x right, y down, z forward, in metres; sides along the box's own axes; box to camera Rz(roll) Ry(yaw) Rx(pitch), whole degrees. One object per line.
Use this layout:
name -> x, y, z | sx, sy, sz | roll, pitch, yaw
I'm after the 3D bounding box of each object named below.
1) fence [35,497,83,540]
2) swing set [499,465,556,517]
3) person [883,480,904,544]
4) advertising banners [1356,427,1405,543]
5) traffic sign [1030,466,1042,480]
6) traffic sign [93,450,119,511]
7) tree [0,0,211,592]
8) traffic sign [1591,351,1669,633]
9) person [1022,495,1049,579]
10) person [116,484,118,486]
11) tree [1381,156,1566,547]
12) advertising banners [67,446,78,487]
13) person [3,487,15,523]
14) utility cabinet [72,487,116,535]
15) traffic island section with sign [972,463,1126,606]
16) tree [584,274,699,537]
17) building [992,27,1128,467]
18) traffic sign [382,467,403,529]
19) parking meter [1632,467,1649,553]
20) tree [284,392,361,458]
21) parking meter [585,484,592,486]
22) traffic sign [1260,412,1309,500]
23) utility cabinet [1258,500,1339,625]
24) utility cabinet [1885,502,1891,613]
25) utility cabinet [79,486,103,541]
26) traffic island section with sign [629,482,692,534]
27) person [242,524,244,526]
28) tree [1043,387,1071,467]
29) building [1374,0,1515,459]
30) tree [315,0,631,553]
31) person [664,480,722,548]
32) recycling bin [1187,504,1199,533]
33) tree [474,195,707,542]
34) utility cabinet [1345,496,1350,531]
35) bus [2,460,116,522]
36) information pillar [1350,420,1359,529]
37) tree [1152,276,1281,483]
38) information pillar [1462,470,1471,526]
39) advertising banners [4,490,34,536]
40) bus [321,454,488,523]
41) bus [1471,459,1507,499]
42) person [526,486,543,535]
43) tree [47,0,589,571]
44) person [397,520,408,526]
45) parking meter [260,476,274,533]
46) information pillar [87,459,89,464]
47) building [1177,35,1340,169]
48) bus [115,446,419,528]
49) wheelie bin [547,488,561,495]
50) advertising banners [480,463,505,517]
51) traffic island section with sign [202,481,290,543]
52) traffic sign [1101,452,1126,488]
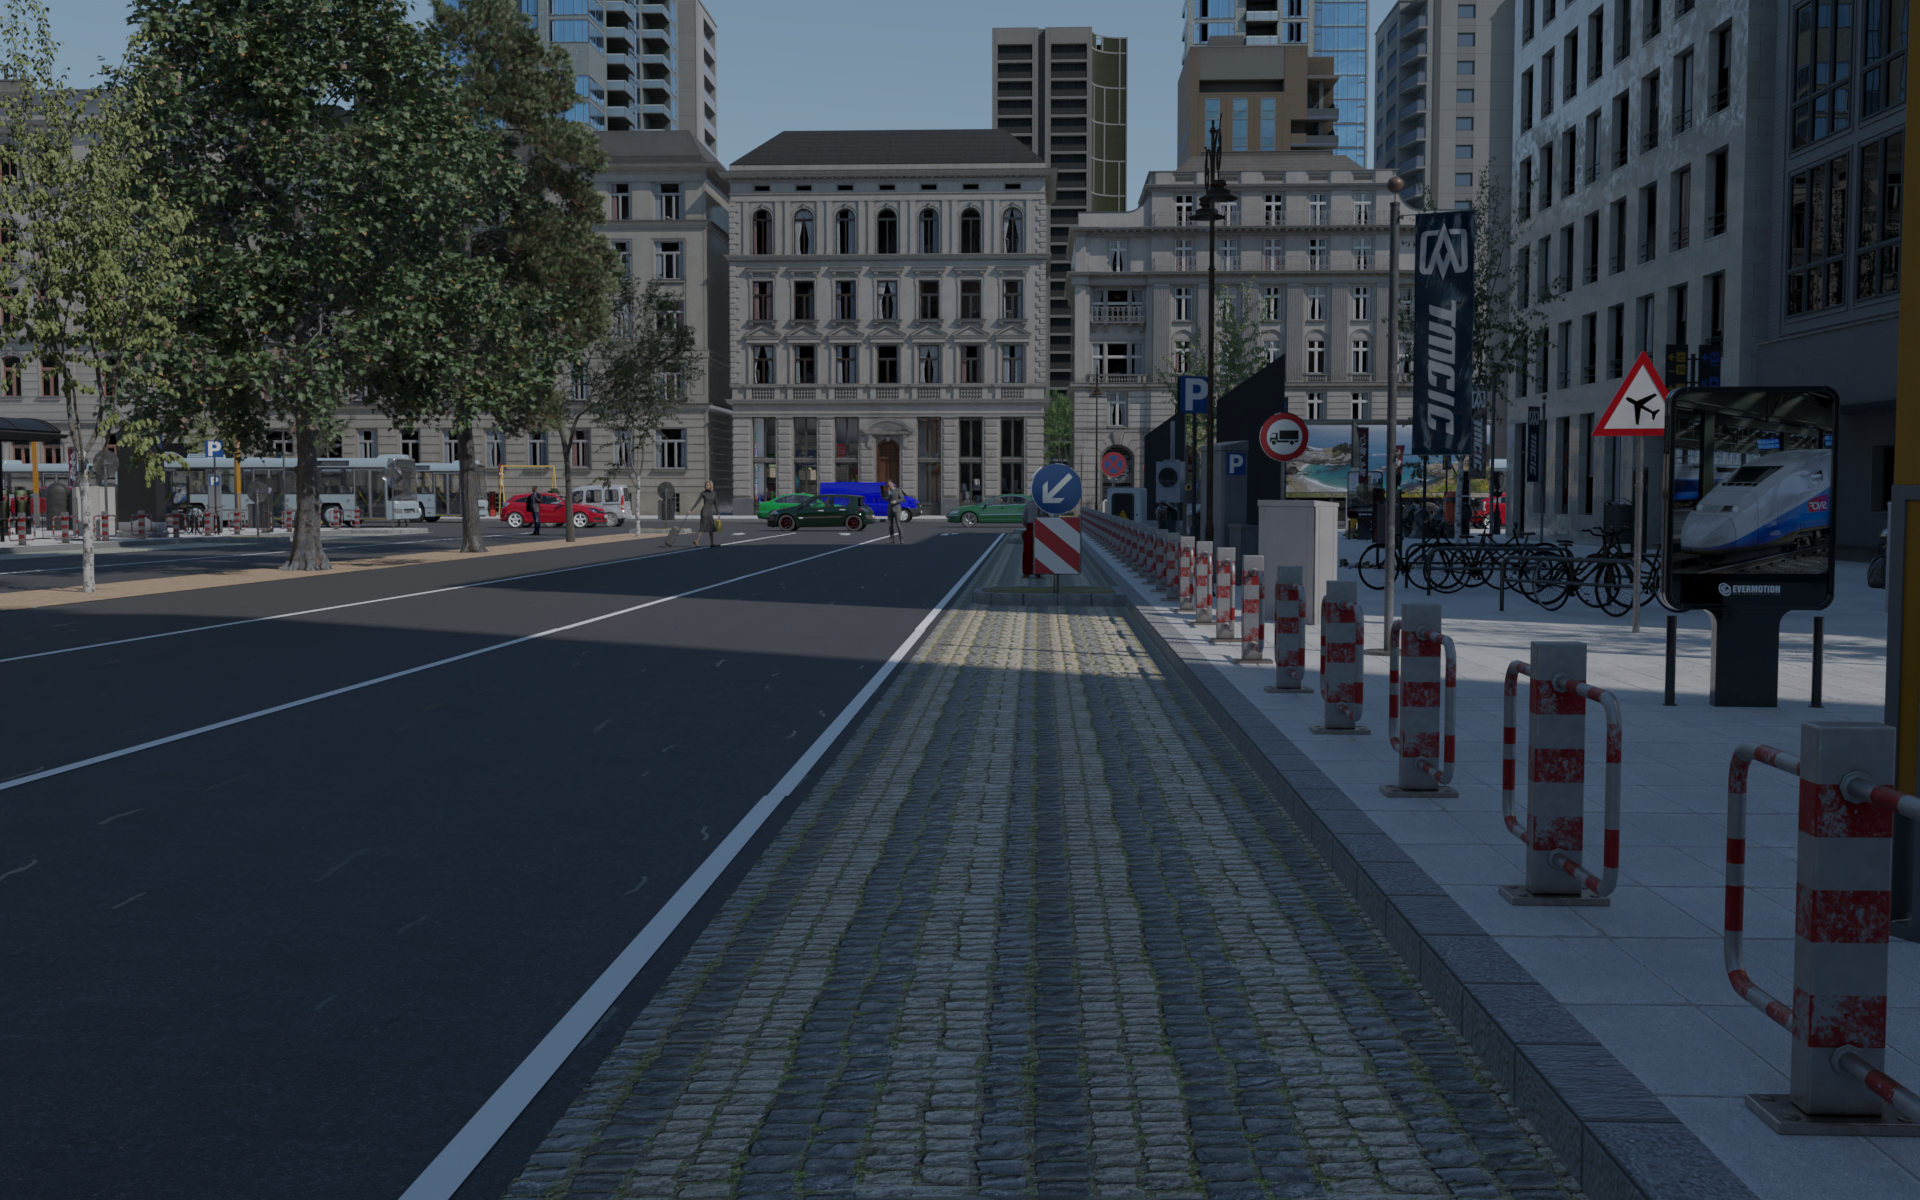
fence -> -25.320, -2.294, 48.712 | 2.264, 1.192, 0.480 | 3, 4, 38
swing set -> -23.707, -5.991, 95.569 | 3.119, 2.851, 2.862 | -1, 4, -22
person -> -1.908, -2.550, 50.003 | 0.655, 1.846, 0.447 | 2, 4, 25
advertising banners -> 11.063, -3.025, 45.654 | 2.074, 3.025, 0.090 | -3, 5, -40
traffic sign -> 2.912, -3.598, 62.471 | 0.795, 2.450, 0.064 | 0, 4, 3
traffic sign -> -24.636, -3.049, 49.962 | 0.768, 2.556, 0.104 | 0, 4, 3
tree -> -12.607, -4.392, 24.632 | 4.737, 8.622, 4.395 | 0, 3, 0
traffic sign -> 6.230, -0.972, 15.891 | 0.884, 2.594, 0.081 | 0, 4, 6
person -> 1.258, -1.121, 29.302 | 0.523, 1.526, 0.387 | 2, 4, 29
person -> -32.649, -3.561, 66.825 | 0.850, 1.850, 0.679 | -1, 4, -21
tree -> 11.298, -5.409, 38.807 | 4.360, 8.622, 3.978 | 0, 3, 0
advertising banners -> -31.852, -4.096, 63.159 | 2.074, 3.025, 0.090 | 2, 4, 29
person -> -42.561, -4.166, 77.357 | 0.760, 1.731, 0.466 | -2, 4, -28
utility cabinet -> -26.810, -2.748, 53.617 | 0.318, 1.500, 1.173 | 3, 5, 40
traffic island section with sign -> 1.169, -0.878, 22.980 | 1.989, 1.847, 2.006 | 0, 4, 3
tree -> -10.726, -6.409, 57.608 | 4.360, 8.622, 3.978 | 0, 3, 0
building -> 15.453, -50.792, 268.697 | 20.611, 71.187, 20.563 | 0, 4, 3
traffic sign -> -20.807, -3.664, 63.550 | 0.795, 2.450, 0.064 | 0, 4, 3
parking meter -> 14.615, -1.928, 37.236 | 0.255, 1.863, 0.399 | 2, 4, 33
tree -> -36.918, -9.165, 100.210 | 4.360, 8.622, 3.978 | 0, 3, 0
parking meter -> -21.193, -5.693, 98.788 | 0.399, 1.863, 0.255 | -3, 4, -38
traffic sign -> 5.051, -1.647, 27.039 | 0.768, 2.556, 0.104 | 0, 4, 5
utility cabinet -> 3.388, -0.381, 17.393 | 0.306, 1.237, 1.020 | -1, 4, -22
utility cabinet -> 10.533, -0.456, 18.613 | 1.020, 1.237, 0.306 | 0, 4, 2
utility cabinet -> -23.749, -2.364, 47.337 | 0.318, 1.500, 1.173 | -2, 4, -32
traffic island section with sign -> -10.892, -3.380, 63.404 | 2.006, 1.907, 1.989 | 0, 4, 3
person -> -32.596, -4.261, 78.319 | 0.875, 1.805, 0.789 | 0, 4, 1
tree -> 10.251, -14.801, 167.752 | 9.928, 11.665, 9.643 | 0, 3, 0
building -> 63.103, -40.077, 197.253 | 28.212, 58.520, 21.231 | 0, 4, 3
tree -> -12.078, -8.084, 42.050 | 7.806, 13.903, 7.818 | 0, 3, 0
person -> -7.159, -2.315, 46.575 | 1.509, 1.804, 0.699 | 0, 4, 1
recycling bin -> 6.336, -2.008, 45.381 | 0.722, 1.027, 0.722 | 1, 4, 13
tree -> -11.538, -7.012, 51.510 | 8.767, 10.594, 7.601 | 0, 4, 3
utility cabinet -> 13.759, -3.038, 60.839 | 0.306, 1.237, 1.020 | 1, 4, 20
bus -> -45.689, -5.737, 88.667 | 13.247, 3.499, 2.948 | 0, 4, 1
information pillar -> 12.503, -3.871, 54.651 | 0.504, 3.616, 0.183 | -3, 4, -39
tree -> 8.947, -6.631, 58.773 | 4.737, 8.622, 4.395 | 0, 3, 0
information pillar -> 15.574, -2.990, 53.383 | 0.304, 2.012, 0.304 | 1, 4, 18
advertising banners -> -30.130, -3.542, 54.107 | 2.074, 3.025, 0.090 | -2, 4, -30
bus -> -29.927, -5.678, 87.703 | 13.247, 3.499, 2.948 | 0, 4, 3
bus -> 23.542, -5.034, 77.169 | 13.247, 3.499, 2.948 | 0, 4, 1
person -> -14.780, -3.104, 60.072 | 0.431, 1.722, 0.655 | -3, 5, -43
tree -> -12.238, -6.899, 32.271 | 9.611, 12.733, 9.660 | 0, 3, 0
person -> -25.063, -4.069, 77.720 | 0.574, 1.496, 0.600 | 0, 4, -8
parking meter -> -23.074, -3.178, 57.669 | 0.255, 1.863, 0.399 | 1, 4, 10
information pillar -> -51.481, -6.773, 102.086 | 0.183, 3.616, 0.504 | 0, 4, 0
building -> 28.818, -31.849, 170.844 | 14.600, 45.320, 14.200 | 0, 4, 3
bus -> -29.587, -4.919, 75.290 | 13.247, 3.499, 2.948 | 0, 4, 3
wheelie bin -> -21.708, -5.178, 92.564 | 0.693, 1.594, 0.980 | 1, 4, 19
advertising banners -> -26.589, -6.248, 98.344 | 0.090, 3.025, 2.074 | 2, 4, 34
traffic island section with sign -> -21.047, -2.613, 51.349 | 1.989, 1.847, 2.006 | 0, 4, 3
traffic sign -> 4.616, -3.183, 52.153 | 0.768, 2.556, 0.104 | 0, 4, 6
